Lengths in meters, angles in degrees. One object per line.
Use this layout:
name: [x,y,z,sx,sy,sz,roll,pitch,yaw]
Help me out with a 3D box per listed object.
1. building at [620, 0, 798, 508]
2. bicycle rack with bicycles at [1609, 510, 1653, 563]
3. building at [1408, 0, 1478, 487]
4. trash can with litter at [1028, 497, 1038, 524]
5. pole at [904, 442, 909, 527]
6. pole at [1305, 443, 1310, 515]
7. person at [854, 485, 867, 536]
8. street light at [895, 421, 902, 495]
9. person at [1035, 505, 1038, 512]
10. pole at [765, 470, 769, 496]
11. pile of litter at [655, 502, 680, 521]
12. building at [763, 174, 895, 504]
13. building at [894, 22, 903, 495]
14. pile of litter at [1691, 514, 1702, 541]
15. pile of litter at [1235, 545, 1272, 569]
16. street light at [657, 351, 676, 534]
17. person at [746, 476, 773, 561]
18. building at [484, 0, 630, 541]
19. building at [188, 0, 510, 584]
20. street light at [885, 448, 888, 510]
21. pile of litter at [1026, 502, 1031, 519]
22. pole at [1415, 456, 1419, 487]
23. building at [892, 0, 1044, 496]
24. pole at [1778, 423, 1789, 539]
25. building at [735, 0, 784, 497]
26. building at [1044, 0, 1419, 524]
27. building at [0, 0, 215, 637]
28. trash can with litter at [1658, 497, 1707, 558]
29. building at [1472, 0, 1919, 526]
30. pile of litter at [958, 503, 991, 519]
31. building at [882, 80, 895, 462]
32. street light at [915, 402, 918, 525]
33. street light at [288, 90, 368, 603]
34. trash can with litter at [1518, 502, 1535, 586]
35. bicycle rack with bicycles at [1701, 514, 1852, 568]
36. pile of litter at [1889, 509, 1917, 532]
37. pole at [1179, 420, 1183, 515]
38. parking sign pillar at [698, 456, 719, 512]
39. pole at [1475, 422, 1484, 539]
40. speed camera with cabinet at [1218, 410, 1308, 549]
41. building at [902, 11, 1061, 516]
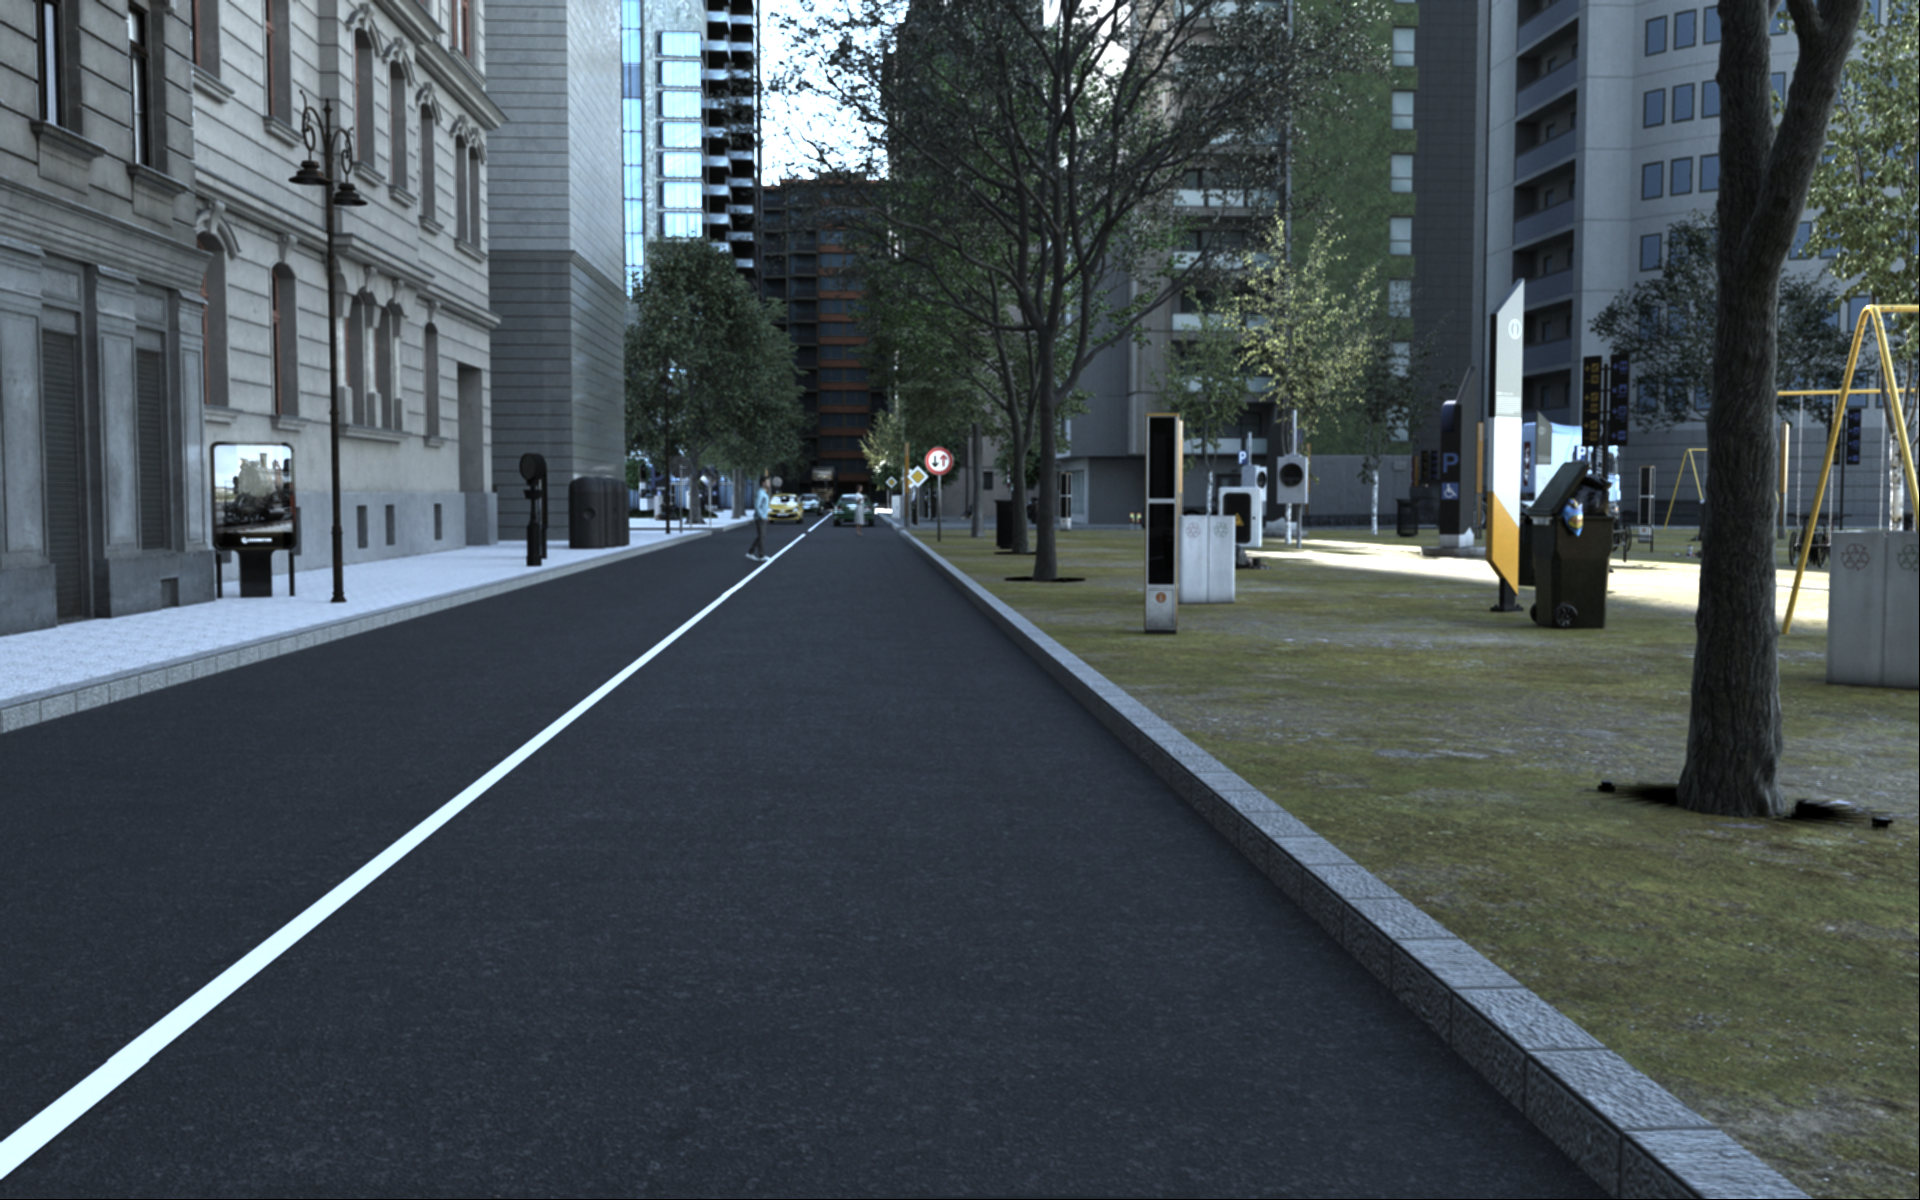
building: [-35.214,-54.517,204.031,31.000,86.520,22.319,0,4,-3]
bicycle rack with bicycles: [11.067,-1.142,32.060,2.852,0.926,2.925,2,4,31]
building: [55.256,-47.232,210.491,20.611,71.187,20.563,0,4,-3]
trash can with litter: [3.500,-3.877,74.781,1.055,1.170,0.624,-2,4,-24]
pole: [-2.086,-4.537,68.028,0.158,3.312,0.155,0,3,0]
pole: [13.926,-4.619,69.356,0.158,3.312,0.155,0,3,0]
person: [-3.403,-3.108,59.892,0.524,1.755,0.480,1,4,18]
street light: [-3.827,-8.229,107.333,0.468,5.910,1.993,0,4,-3]
person: [3.225,-3.495,66.226,0.593,1.750,0.643,2,4,35]
pole: [-12.680,-7.336,113.783,0.158,3.312,0.155,0,3,0]
pile of litter: [-14.358,-4.305,84.347,1.719,0.858,1.176,1,4,12]
building: [-16.731,-35.677,237.947,28.867,44.769,22.147,0,4,-3]
building: [0.890,-31.378,163.145,14.600,45.320,14.200,0,4,-3]
pile of litter: [20.705,-2.049,47.463,1.176,0.858,1.719,-1,4,-9]
pile of litter: [4.632,-0.998,30.276,1.176,0.858,1.719,-2,4,-34]
street light: [-9.468,-5.088,55.973,0.468,5.910,1.993,0,4,-3]
person: [-4.334,-1.764,37.360,0.620,1.820,0.660,0,4,-2]
building: [-25.700,-16.766,51.624,29.804,29.767,11.434,0,4,-3]
building: [-17.322,-14.950,31.826,14.401,28.519,23.554,0,4,-3]
street light: [-6.074,-10.402,142.865,0.468,5.910,1.993,0,4,-3]
pile of litter: [3.277,-4.693,90.689,1.719,0.858,1.176,-3,5,-40]
pole: [24.462,-6.051,92.773,0.158,3.312,0.155,0,3,0]
building: [3.228,-45.362,179.921,20.563,71.187,20.611,0,4,-3]
pole: [23.547,-3.405,49.523,0.158,3.312,0.155,0,3,0]
building: [-29.241,-45.514,182.410,20.563,71.187,20.611,0,4,-3]
building: [11.278,-24.031,76.509,14.086,41.232,14.154,0,4,-3]
building: [-13.075,-9.897,10.967,9.793,20.994,18.267,0,4,-3]
trash can with litter: [15.077,-1.483,35.313,1.678,1.210,2.233,2,4,26]
building: [40.343,-32.799,78.259,28.212,58.520,21.231,0,4,-3]
pile of litter: [0.778,-4.672,90.360,1.719,0.858,1.176,0,4,5]
building: [5.094,-37.640,204.645,28.713,52.752,27.495,0,4,-3]
street light: [-1.797,-6.025,71.302,0.468,5.910,1.993,0,4,-3]
street light: [-7.382,-2.912,20.392,0.468,5.910,1.993,0,4,-3]
trash can with litter: [8.242,-0.789,24.293,1.055,1.170,0.624,2,4,32]
bicycle rack with bicycles: [14.955,-1.112,31.559,2.852,0.926,2.925,3,5,44]
pile of litter: [27.154,-2.188,49.731,1.176,0.858,1.719,-1,4,-21]
pole: [6.070,-3.314,48.021,0.158,3.312,0.155,0,3,0]
parking sign pillar: [-18.043,-8.152,121.751,1.447,3.967,1.447,0,4,7]
pole: [14.773,-3.390,49.276,0.158,3.312,0.155,0,3,0]
speed camera with cabinet: [7.127,-2.838,40.744,2.038,3.252,0.660,1,4,16]
building: [3.368,-20.570,108.014,14.160,30.474,14.107,0,4,-3]
